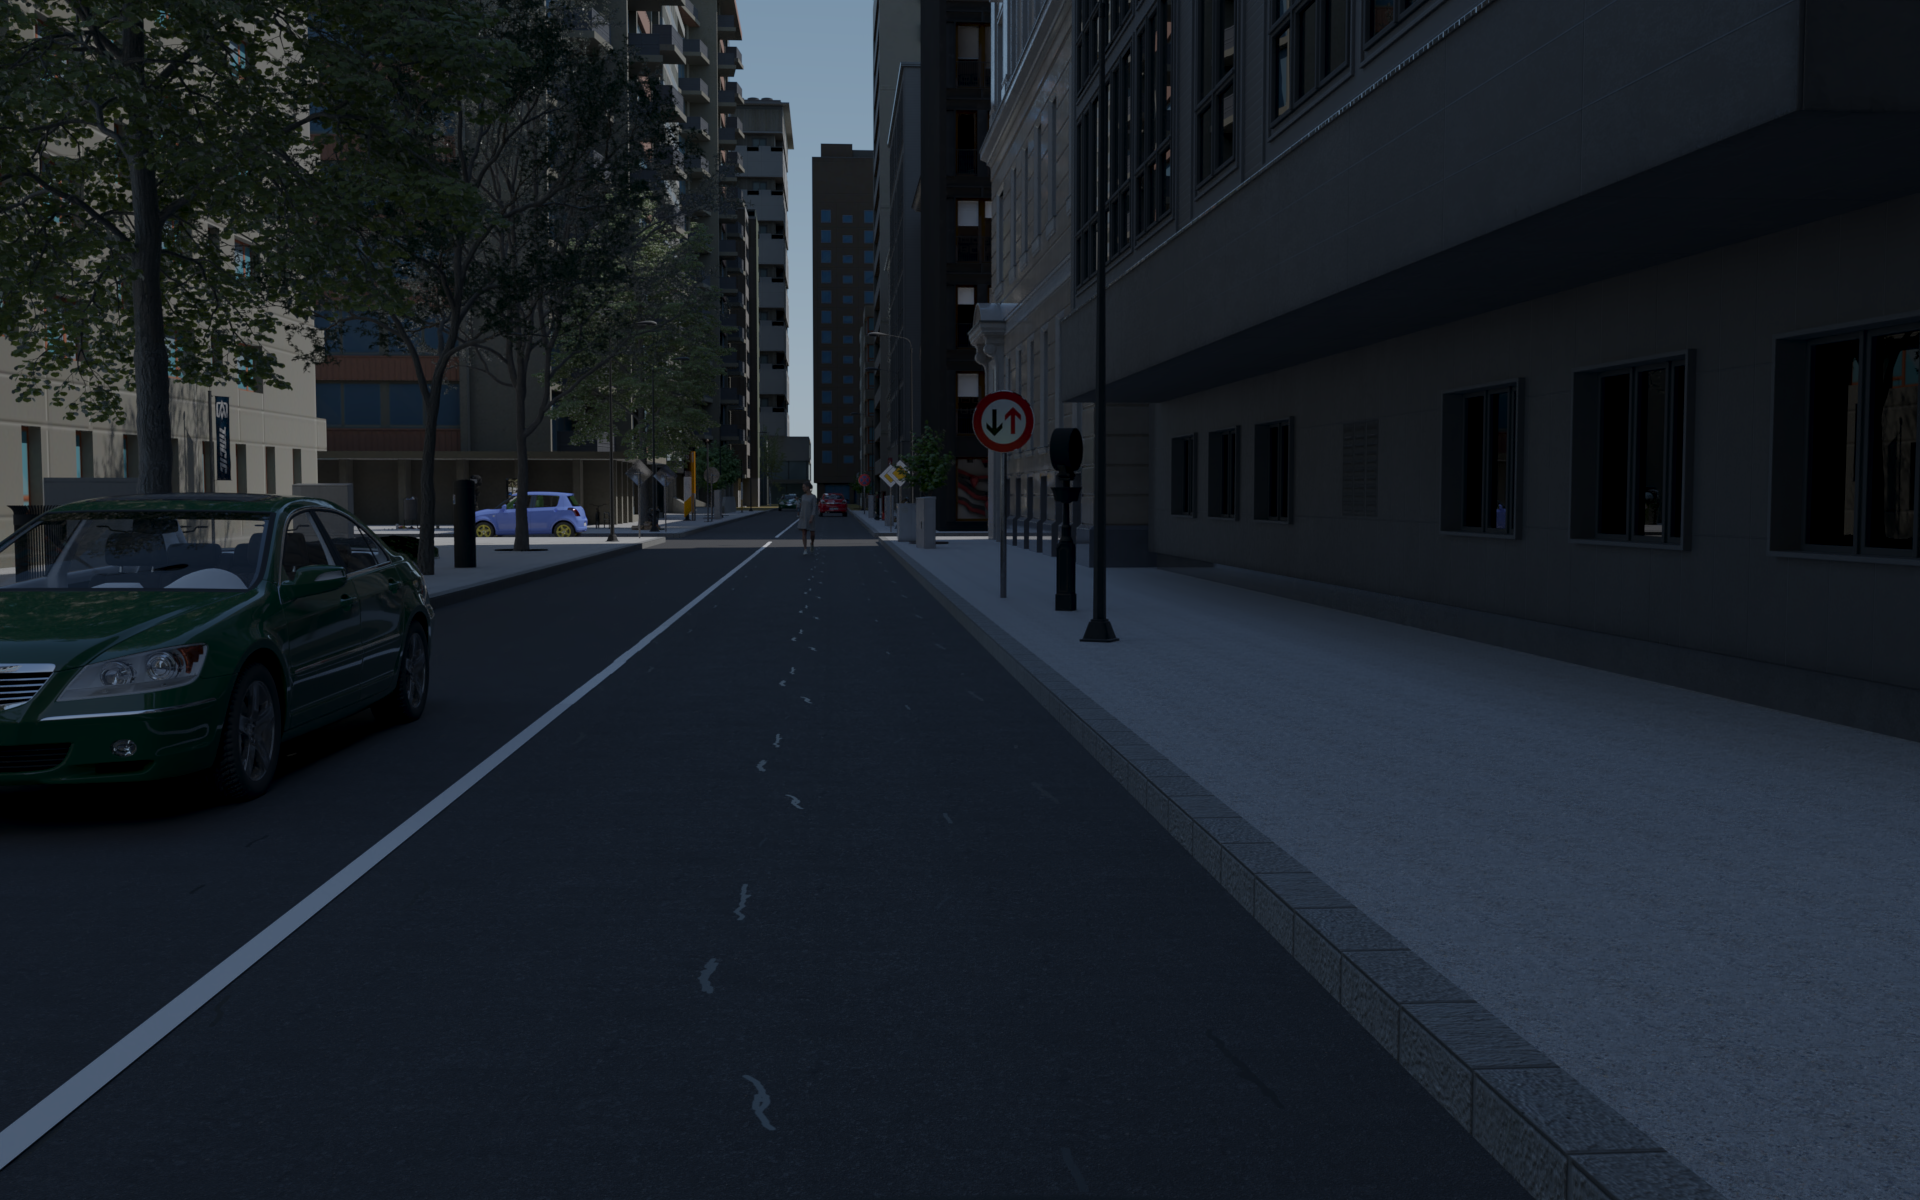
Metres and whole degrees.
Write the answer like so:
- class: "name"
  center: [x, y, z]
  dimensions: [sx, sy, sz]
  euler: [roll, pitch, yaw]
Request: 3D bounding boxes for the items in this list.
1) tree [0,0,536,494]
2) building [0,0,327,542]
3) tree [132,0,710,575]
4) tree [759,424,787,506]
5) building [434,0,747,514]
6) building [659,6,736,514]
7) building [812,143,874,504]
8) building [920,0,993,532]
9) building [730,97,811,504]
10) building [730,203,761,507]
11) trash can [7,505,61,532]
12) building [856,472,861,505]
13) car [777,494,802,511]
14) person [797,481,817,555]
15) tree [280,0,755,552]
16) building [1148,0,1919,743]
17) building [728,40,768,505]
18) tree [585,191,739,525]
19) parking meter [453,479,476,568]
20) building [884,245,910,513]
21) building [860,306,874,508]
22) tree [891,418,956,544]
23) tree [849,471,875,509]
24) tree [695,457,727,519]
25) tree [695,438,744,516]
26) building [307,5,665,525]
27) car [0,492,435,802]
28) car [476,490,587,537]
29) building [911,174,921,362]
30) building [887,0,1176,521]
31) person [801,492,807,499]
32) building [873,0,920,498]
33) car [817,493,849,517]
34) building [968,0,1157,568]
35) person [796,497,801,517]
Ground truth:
- class: "tree"
  center: [-8.218, -6.067, 17.328]
  dimensions: [7.486, 12.596, 7.792]
  euler: [0, 3, 0]
- class: "building"
  center: [-31.358, -11.546, 33.816]
  dimensions: [28.899, 21.520, 27.650]
  euler: [0, 4, -4]
- class: "tree"
  center: [-8.381, -5.652, 26.830]
  dimensions: [8.767, 10.594, 7.601]
  euler: [-1, 4, -21]
- class: "tree"
  center: [-19.887, -14.106, 180.992]
  dimensions: [4.737, 8.622, 4.395]
  euler: [0, 3, 0]
- class: "building"
  center: [-29.611, -30.053, 145.985]
  dimensions: [22.147, 44.769, 28.867]
  euler: [0, 4, -4]
- class: "building"
  center: [-31.832, -25.984, 116.719]
  dimensions: [32.217, 40.220, 23.993]
  euler: [0, 4, -4]
- class: "building"
  center: [-11.920, -35.141, 224.670]
  dimensions: [14.200, 45.320, 14.600]
  euler: [0, 4, -4]
- class: "building"
  center: [6.737, -14.403, 65.169]
  dimensions: [15.834, 23.373, 12.332]
  euler: [0, 4, -4]
- class: "building"
  center: [-33.808, -39.188, 229.959]
  dimensions: [27.495, 52.752, 28.713]
  euler: [0, 4, -4]
- class: "building"
  center: [-26.833, -24.247, 168.134]
  dimensions: [14.160, 30.474, 14.107]
  euler: [0, 4, -4]
- class: "trash can"
  center: [-11.819, -0.650, 22.278]
  dimensions: [0.748, 1.137, 0.748]
  euler: [0, 3, 0]
- class: "building"
  center: [-1.539, -46.447, 197.665]
  dimensions: [20.563, 71.187, 20.611]
  euler: [0, 4, -4]
- class: "car"
  center: [-14.548, -8.301, 147.511]
  dimensions: [2.131, 1.459, 4.920]
  euler: [0, 4, -5]
- class: "person"
  center: [-3.624, -1.953, 41.178]
  dimensions: [0.466, 1.731, 0.760]
  euler: [0, 4, -1]
- class: "tree"
  center: [-9.735, -7.847, 38.664]
  dimensions: [12.009, 13.543, 11.850]
  euler: [0, 3, 0]
- class: "building"
  center: [9.581, -13.700, 17.509]
  dimensions: [14.314, 27.812, 24.014]
  euler: [0, 4, -4]
- class: "building"
  center: [-37.687, -53.855, 193.205]
  dimensions: [31.000, 86.520, 22.319]
  euler: [0, 4, -4]
- class: "tree"
  center: [-12.091, -8.983, 64.992]
  dimensions: [7.486, 12.596, 7.792]
  euler: [0, 3, 0]
- class: "parking meter"
  center: [-8.636, -1.332, 30.192]
  dimensions: [0.372, 1.533, 0.369]
  euler: [0, 3, 0]
- class: "building"
  center: [-0.305, -16.867, 124.926]
  dimensions: [9.793, 20.994, 18.267]
  euler: [0, 4, -4]
- class: "building"
  center: [4.019, -20.141, 174.336]
  dimensions: [27.650, 21.520, 28.899]
  euler: [0, 4, -4]
- class: "tree"
  center: [-0.945, -3.059, 44.608]
  dimensions: [1.663, 3.219, 1.824]
  euler: [0, 3, 0]
- class: "tree"
  center: [-8.491, -9.397, 148.244]
  dimensions: [1.663, 3.219, 1.824]
  euler: [0, 3, 0]
- class: "tree"
  center: [-12.921, -5.882, 90.764]
  dimensions: [1.663, 3.219, 1.824]
  euler: [0, 3, 0]
- class: "tree"
  center: [-14.377, -7.236, 102.017]
  dimensions: [4.285, 4.588, 4.351]
  euler: [0, 3, 0]
- class: "building"
  center: [-24.842, -26.178, 82.638]
  dimensions: [22.147, 44.769, 28.867]
  euler: [0, 4, -4]
- class: "car"
  center: [-4.268, 0.138, 9.543]
  dimensions: [2.131, 1.459, 4.920]
  euler: [0, 4, -3]
- class: "car"
  center: [-13.323, -2.659, 53.059]
  dimensions: [3.694, 1.707, 1.945]
  euler: [0, 4, -4]
- class: "building"
  center: [3.431, -13.287, 81.862]
  dimensions: [10.561, 19.102, 19.286]
  euler: [0, 4, -4]
- class: "building"
  center: [3.206, -18.945, 103.250]
  dimensions: [14.314, 27.812, 24.014]
  euler: [0, 4, -4]
- class: "person"
  center: [-14.827, -9.714, 167.847]
  dimensions: [1.217, 1.766, 0.721]
  euler: [0, 4, -1]
- class: "building"
  center: [3.516, -32.080, 148.202]
  dimensions: [21.300, 48.544, 21.600]
  euler: [0, 4, -4]
- class: "car"
  center: [-8.153, -6.227, 110.853]
  dimensions: [2.155, 1.783, 4.494]
  euler: [0, 4, -6]
- class: "building"
  center: [7.728, -15.506, 39.429]
  dimensions: [13.634, 28.700, 20.117]
  euler: [0, 4, -4]
- class: "person"
  center: [-10.075, -5.798, 107.989]
  dimensions: [0.352, 1.250, 0.332]
  euler: [-1, 4, -12]
